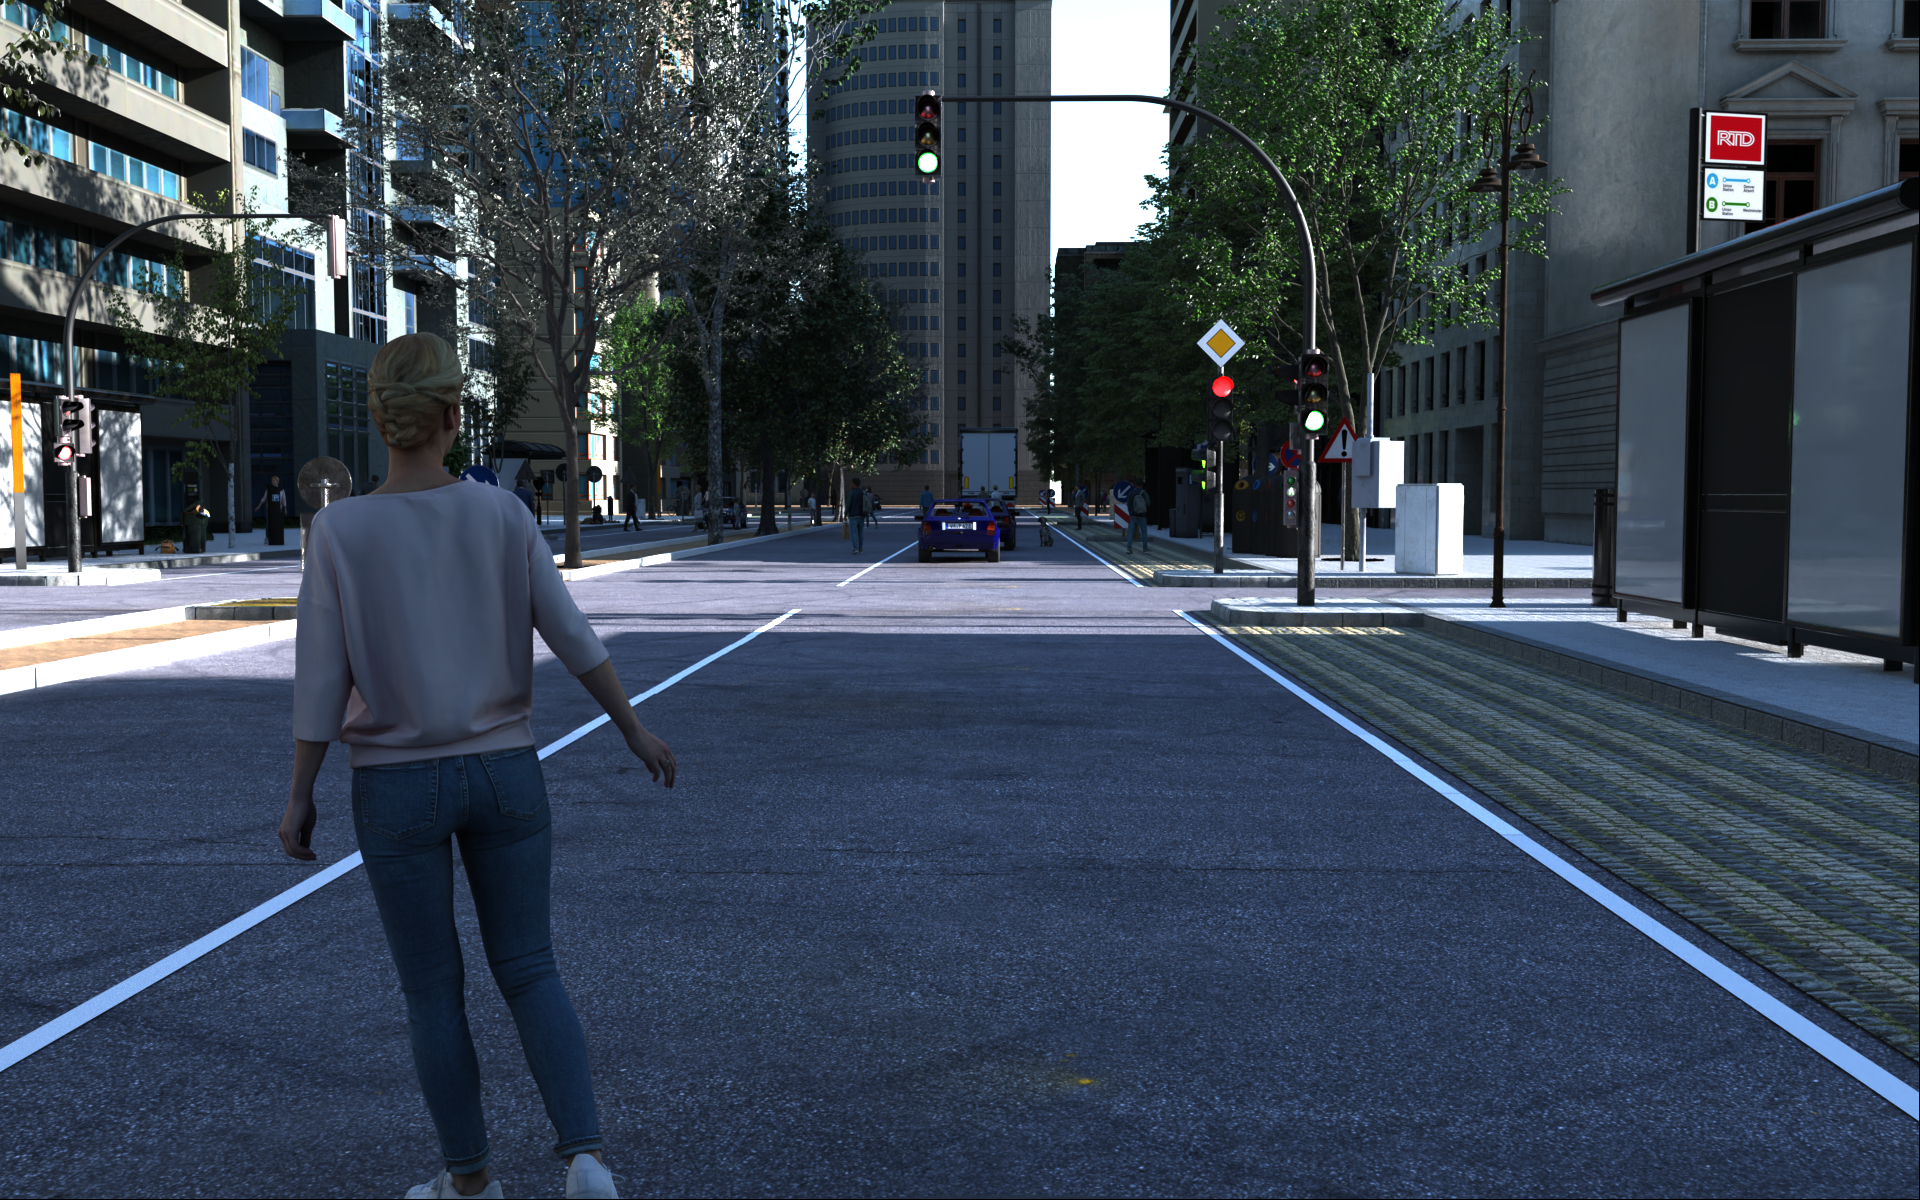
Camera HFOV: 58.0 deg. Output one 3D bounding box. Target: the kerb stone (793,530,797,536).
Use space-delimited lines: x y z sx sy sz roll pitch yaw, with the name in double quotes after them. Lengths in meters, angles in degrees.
-5.774 -2.251 58.993 0.120 0.150 1.000 0 4 1 "kerb stone"

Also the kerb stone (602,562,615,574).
-6.447 -0.558 31.311 0.120 0.150 1.000 0 4 1 "kerb stone"

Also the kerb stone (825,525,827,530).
-5.516 -2.877 69.242 0.120 0.150 1.000 0 4 1 "kerb stone"

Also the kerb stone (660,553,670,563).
-6.315 -0.871 36.436 0.120 0.150 1.000 0 4 1 "kerb stone"

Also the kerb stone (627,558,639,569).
-6.394 -0.682 33.358 0.120 0.150 1.000 0 4 1 "kerb stone"

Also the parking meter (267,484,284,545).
-17.177 -2.144 43.465 0.372 1.533 0.369 0 3 0 "parking meter"

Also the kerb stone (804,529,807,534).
-5.693 -2.437 62.072 0.120 0.150 1.000 0 4 1 "kerb stone"

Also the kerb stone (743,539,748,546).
-6.043 -1.561 47.711 0.120 0.150 1.000 0 4 1 "kerb stone"

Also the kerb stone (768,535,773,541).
-5.919 -1.874 52.841 0.120 0.150 1.000 0 4 1 "kerb stone"

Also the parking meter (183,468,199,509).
-17.022 -1.997 38.364 0.255 1.863 0.399 -2 4 -34 "parking meter"

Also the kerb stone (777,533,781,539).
-5.867 -2.000 54.893 0.120 0.150 1.000 0 4 1 "kerb stone"

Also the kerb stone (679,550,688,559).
-6.263 -0.996 38.492 0.120 0.150 1.000 0 4 1 "kerb stone"

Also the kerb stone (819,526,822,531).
-5.560 -2.750 67.198 0.120 0.150 1.000 0 4 1 "kerb stone"

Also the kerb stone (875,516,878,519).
-4.835 -4.570 96.907 0.120 0.150 1.000 0 4 1 "kerb stone"

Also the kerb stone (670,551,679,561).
-6.285 -0.934 37.466 0.120 0.150 1.000 0 4 1 "kerb stone"

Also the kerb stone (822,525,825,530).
-5.541 -2.815 68.220 0.120 0.150 1.000 0 4 1 "kerb stone"

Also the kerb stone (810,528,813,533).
-5.634 -2.565 64.127 0.120 0.150 1.000 0 4 1 "kerb stone"

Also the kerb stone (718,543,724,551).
-6.140 -1.310 43.622 0.120 0.150 1.000 0 4 1 "kerb stone"

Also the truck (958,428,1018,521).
1.266 -5.490 78.681 2.839 4.237 11.283 0 4 1 "truck"

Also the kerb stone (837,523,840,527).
-5.387 -3.191 74.365 0.120 0.150 1.000 0 4 1 "kerb stone"

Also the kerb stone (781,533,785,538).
-5.840 -2.062 55.926 0.120 0.150 1.000 0 4 1 "kerb stone"

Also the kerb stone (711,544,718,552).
-6.165 -1.247 42.589 0.120 0.150 1.000 0 4 1 "kerb stone"

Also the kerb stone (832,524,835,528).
-5.438 -3.066 72.321 0.120 0.150 1.000 0 4 1 "kerb stone"

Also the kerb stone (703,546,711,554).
-6.193 -1.181 41.567 0.120 0.150 1.000 0 4 1 "kerb stone"

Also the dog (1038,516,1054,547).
2.293 -1.864 47.318 0.513 0.831 0.800 1 4 14 "dog"

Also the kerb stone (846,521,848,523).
-5.288 -3.442 78.472 0.120 0.150 1.000 0 4 1 "kerb stone"

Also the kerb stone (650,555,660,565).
-6.338 -0.808 35.414 0.120 0.150 1.000 0 4 1 "kerb stone"

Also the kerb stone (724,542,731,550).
-6.118 -1.373 44.645 0.120 0.150 1.000 0 4 1 "kerb stone"

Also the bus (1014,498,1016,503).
3.727 -9.892 156.586 2.948 3.499 13.247 0 4 2 "bus"

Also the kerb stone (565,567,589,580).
-6.496 -0.431 29.265 0.120 0.150 1.000 0 4 1 "kerb stone"

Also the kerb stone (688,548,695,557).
-6.242 -1.059 39.514 0.120 0.150 1.000 0 4 1 "kerb stone"

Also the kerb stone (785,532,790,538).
-5.808 -2.120 56.949 0.120 0.150 1.000 0 4 1 "kerb stone"

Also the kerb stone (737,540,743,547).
-6.065 -1.494 46.689 0.120 0.150 1.000 0 4 1 "kerb stone"

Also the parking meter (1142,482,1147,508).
8.461 -4.480 78.964 0.399 1.863 0.255 0 4 7 "parking meter"

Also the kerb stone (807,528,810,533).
-5.658 -2.502 63.105 0.120 0.150 1.000 0 4 1 "kerb stone"

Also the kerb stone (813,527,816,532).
-5.616 -2.627 65.152 0.120 0.150 1.000 0 4 1 "kerb stone"

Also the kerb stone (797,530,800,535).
-5.738 -2.313 60.014 0.120 0.150 1.000 0 4 1 "kerb stone"

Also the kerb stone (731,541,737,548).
-6.086 -1.429 45.667 0.120 0.150 1.000 0 4 1 "kerb stone"

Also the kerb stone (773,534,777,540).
-5.894 -1.937 53.871 0.120 0.150 1.000 0 4 1 "kerb stone"

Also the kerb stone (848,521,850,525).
-5.267 -3.503 79.494 0.120 0.150 1.000 0 4 1 "kerb stone"

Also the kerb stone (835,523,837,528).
-5.413 -3.128 73.343 0.120 0.150 1.000 0 4 1 "kerb stone"

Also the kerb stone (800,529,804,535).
-5.714 -2.376 61.048 0.120 0.150 1.000 0 4 1 "kerb stone"

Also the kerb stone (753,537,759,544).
-5.992 -1.682 49.767 0.120 0.150 1.000 0 4 1 "kerb stone"

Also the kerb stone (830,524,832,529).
-5.464 -3.003 71.299 0.120 0.150 1.000 0 4 1 "kerb stone"

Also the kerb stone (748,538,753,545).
-6.019 -1.623 48.739 0.120 0.150 1.000 0 4 1 "kerb stone"

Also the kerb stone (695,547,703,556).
-6.216 -1.122 40.541 0.120 0.150 1.000 0 4 1 "kerb stone"

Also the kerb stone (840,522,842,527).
-5.356 -3.254 75.397 0.120 0.150 1.000 0 4 1 "kerb stone"

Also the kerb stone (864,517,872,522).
-4.943 -4.319 92.817 0.120 0.150 1.000 0 4 1 "kerb stone"

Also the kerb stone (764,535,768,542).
-5.938 -1.812 51.818 0.120 0.150 1.000 0 4 1 "kerb stone"

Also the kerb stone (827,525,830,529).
-5.489 -2.940 70.277 0.120 0.150 1.000 0 4 1 "kerb stone"

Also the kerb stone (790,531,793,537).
-5.789 -2.186 57.971 0.120 0.150 1.000 0 4 1 "kerb stone"

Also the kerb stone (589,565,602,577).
-6.477 -0.495 30.287 0.120 0.150 1.000 0 4 1 "kerb stone"

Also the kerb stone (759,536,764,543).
-5.961 -1.748 50.789 0.120 0.150 1.000 0 4 1 "kerb stone"

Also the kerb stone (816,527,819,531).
-5.590 -2.690 66.176 0.120 0.150 1.000 0 4 1 "kerb stone"

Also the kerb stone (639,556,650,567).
-6.363 -0.743 34.382 0.120 0.150 1.000 0 4 1 "kerb stone"

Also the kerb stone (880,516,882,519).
-4.742 -4.820 101.002 0.120 0.150 1.000 0 4 1 "kerb stone"

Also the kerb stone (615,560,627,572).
-6.426 -0.620 32.333 0.120 0.150 1.000 0 4 1 "kerb stone"
